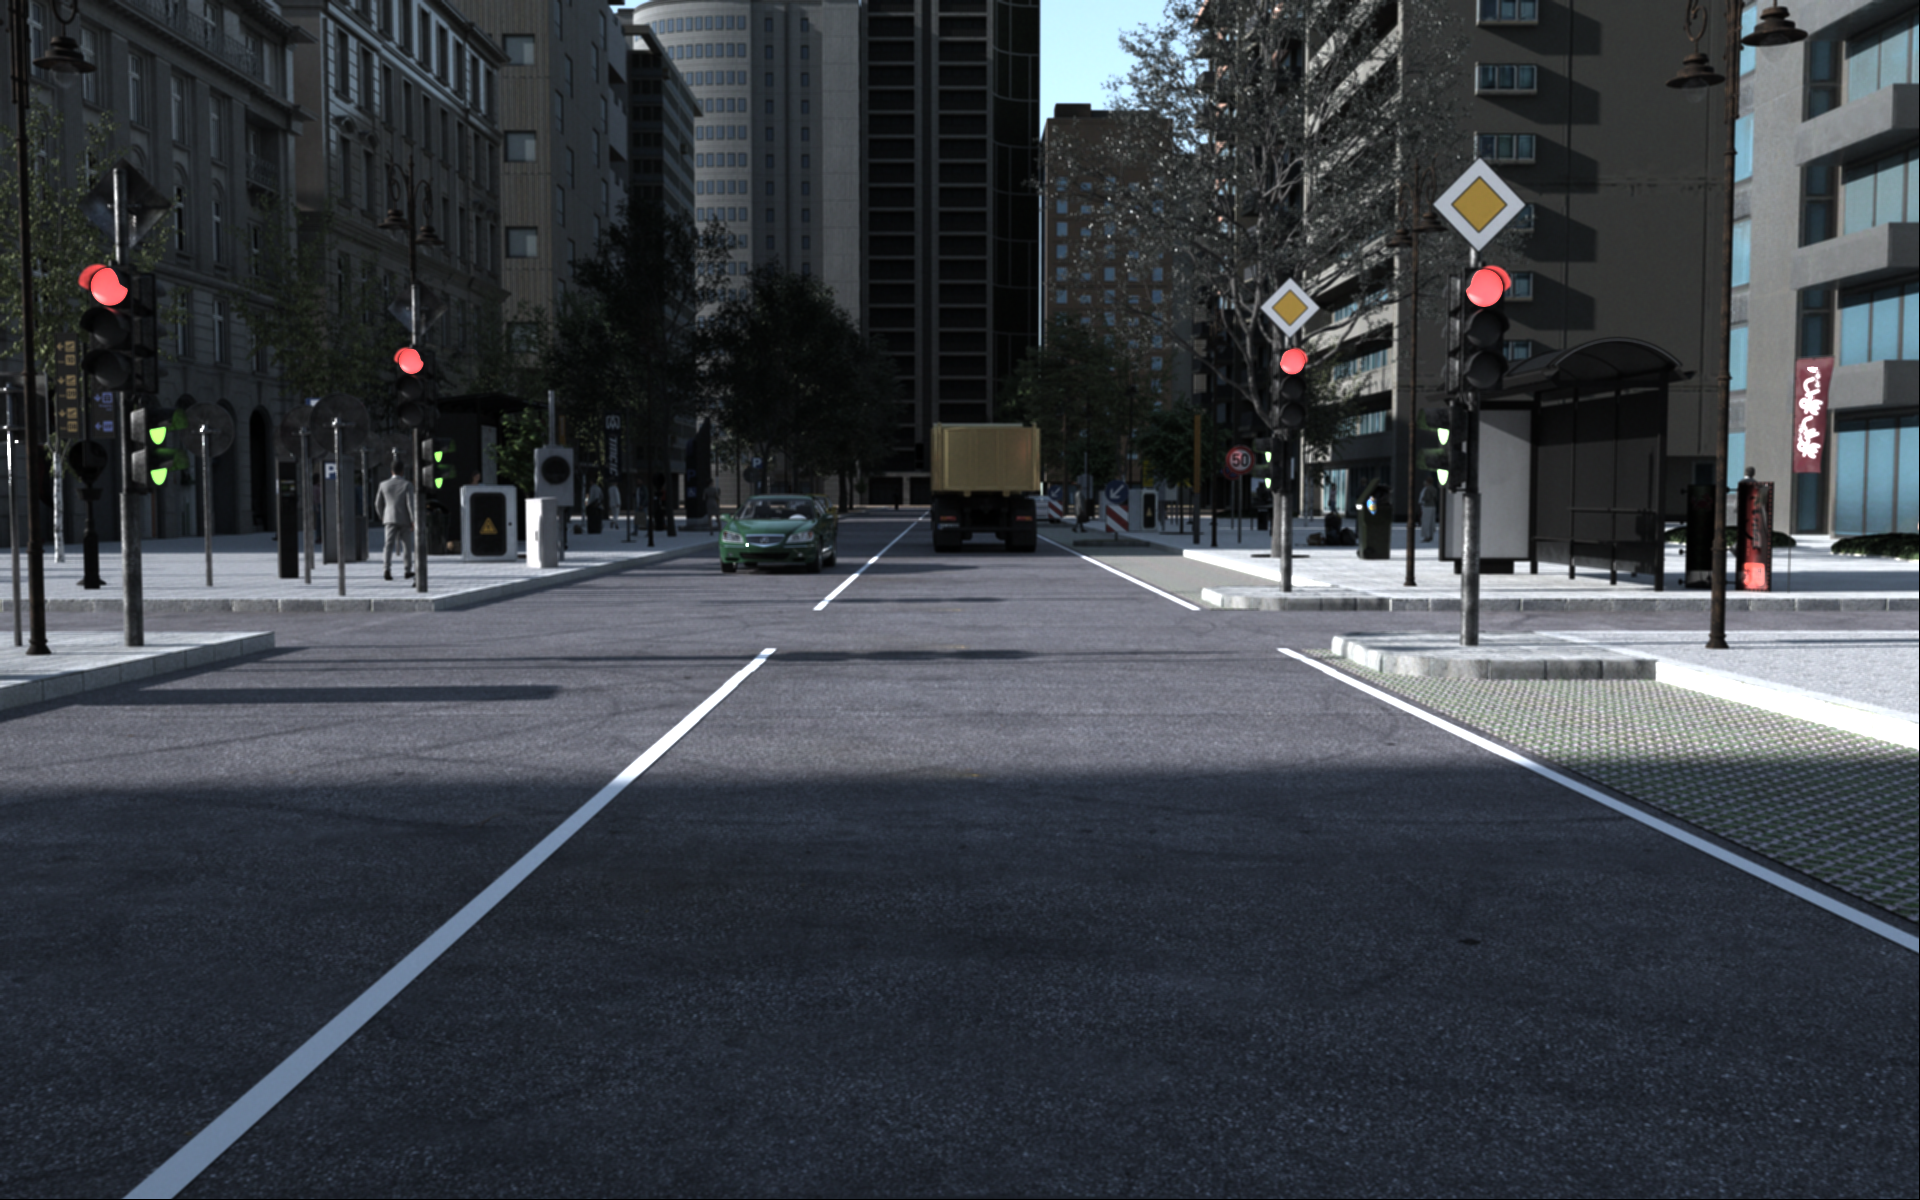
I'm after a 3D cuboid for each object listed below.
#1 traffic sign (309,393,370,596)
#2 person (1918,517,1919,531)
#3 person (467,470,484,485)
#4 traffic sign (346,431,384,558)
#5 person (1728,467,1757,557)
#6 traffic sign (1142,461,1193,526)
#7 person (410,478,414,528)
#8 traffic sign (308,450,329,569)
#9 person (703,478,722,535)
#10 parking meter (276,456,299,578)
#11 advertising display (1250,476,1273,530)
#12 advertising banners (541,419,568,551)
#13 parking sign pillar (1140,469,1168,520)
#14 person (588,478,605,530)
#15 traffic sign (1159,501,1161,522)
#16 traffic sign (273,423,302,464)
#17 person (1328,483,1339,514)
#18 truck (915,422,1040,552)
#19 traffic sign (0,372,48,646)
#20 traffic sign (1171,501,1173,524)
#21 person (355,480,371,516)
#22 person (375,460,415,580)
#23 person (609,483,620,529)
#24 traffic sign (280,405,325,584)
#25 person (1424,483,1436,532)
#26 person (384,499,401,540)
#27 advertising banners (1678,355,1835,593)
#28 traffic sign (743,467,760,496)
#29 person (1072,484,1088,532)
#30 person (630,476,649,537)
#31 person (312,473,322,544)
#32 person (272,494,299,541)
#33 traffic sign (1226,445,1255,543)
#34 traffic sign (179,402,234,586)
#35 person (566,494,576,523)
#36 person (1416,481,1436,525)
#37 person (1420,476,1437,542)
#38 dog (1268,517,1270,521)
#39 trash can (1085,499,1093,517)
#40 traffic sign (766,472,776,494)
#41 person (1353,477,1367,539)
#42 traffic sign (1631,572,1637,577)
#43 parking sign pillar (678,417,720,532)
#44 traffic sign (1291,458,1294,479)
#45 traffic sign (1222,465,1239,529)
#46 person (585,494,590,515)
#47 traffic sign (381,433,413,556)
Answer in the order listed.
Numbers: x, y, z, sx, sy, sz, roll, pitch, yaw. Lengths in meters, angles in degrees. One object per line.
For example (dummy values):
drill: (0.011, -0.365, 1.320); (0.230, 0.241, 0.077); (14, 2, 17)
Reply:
traffic sign: (-7.806, -1.327, 21.801); (0.768, 2.556, 0.104); (0, 4, 1)
person: (8.840, -0.416, 15.449); (0.503, 1.515, 0.523); (-3, 4, -36)
person: (-10.950, -2.014, 39.061); (0.616, 1.811, 0.778); (-3, 4, -36)
traffic sign: (-11.876, -2.109, 34.585); (0.768, 2.556, 0.104); (0, 4, 2)
person: (15.893, -1.761, 34.930); (0.850, 1.850, 0.679); (-1, 4, -12)
traffic sign: (8.538, -4.689, 70.530); (2.265, 3.308, 0.079); (0, 4, 6)
person: (-19.304, -3.400, 61.478); (0.661, 1.843, 0.795); (2, 4, 26)
traffic sign: (-11.074, -1.799, 29.514); (0.768, 2.556, 0.104); (1, 4, 9)
person: (-7.651, -2.892, 53.670); (0.599, 1.781, 0.374); (0, 4, -1)
parking meter: (-10.272, -1.268, 26.443); (0.255, 1.863, 0.399); (-2, 4, -28)
advertising display: (10.716, -3.427, 61.243); (0.974, 1.923, 0.123); (2, 4, 34)
advertising banners: (-9.382, -2.673, 39.886); (0.090, 3.025, 2.074); (-2, 4, -28)
parking sign pillar: (9.819, -6.070, 87.717); (1.447, 3.967, 1.447); (1, 4, 17)
person: (-12.625, -3.323, 60.215); (0.795, 1.843, 0.661); (2, 4, 26)
traffic sign: (9.184, -4.859, 79.548); (0.768, 2.556, 0.104); (0, 4, 7)
traffic sign: (-11.175, -1.772, 29.071); (0.768, 2.556, 0.104); (0, 4, 7)
person: (16.534, -4.268, 76.423); (0.643, 1.750, 0.593); (0, 4, 5)
truck: (0.524, -3.076, 46.225); (3.469, 3.379, 9.791); (0, 4, -1)
traffic sign: (-7.946, -0.760, 14.552); (0.606, 2.300, 0.079); (0, 4, 6)
traffic sign: (8.974, -4.477, 73.299); (0.768, 2.556, 0.104); (0, 4, 5)
person: (-20.499, -3.259, 59.358); (0.581, 1.822, 0.654); (-1, 4, -12)
person: (-8.457, -1.204, 26.002); (0.678, 1.792, 0.850); (0, 3, 0)
person: (-12.582, -3.487, 62.939); (0.514, 1.842, 0.818); (1, 4, 18)
traffic sign: (-9.332, -1.505, 24.705); (0.768, 2.556, 0.104); (0, 4, 6)
person: (15.735, -3.152, 58.129); (0.362, 1.759, 0.519); (-3, 4, -38)
person: (-15.798, -2.430, 48.375); (0.523, 1.515, 0.503); (1, 4, 17)
advertising banners: (10.446, -1.626, 22.781); (0.090, 3.025, 2.074); (-2, 4, -34)
traffic sign: (-9.642, -4.886, 79.991); (0.768, 2.556, 0.104); (0, 4, 2)
person: (4.475, -3.417, 64.467); (0.767, 1.812, 0.694); (-1, 4, -20)
person: (-9.470, -2.779, 51.467); (0.713, 1.824, 0.794); (-2, 4, -29)
person: (-16.546, -2.365, 44.724); (0.388, 1.821, 0.555); (-1, 4, -13)
person: (-18.431, -2.498, 47.282); (0.834, 1.777, 0.661); (2, 4, 33)
traffic sign: (7.338, -2.769, 45.387); (0.768, 2.556, 0.104); (0, 4, 7)
traffic sign: (-10.436, -1.462, 24.006); (0.768, 2.556, 0.104); (0, 4, 1)
person: (-17.427, -4.347, 77.286); (0.661, 1.801, 0.590); (1, 4, 17)
person: (19.485, -4.059, 72.289); (0.818, 1.842, 0.514); (1, 4, 21)
person: (12.510, -2.427, 46.278); (0.519, 1.759, 0.362); (-3, 5, -43)
dog: (14.588, -3.983, 82.854); (0.550, 0.427, 0.748); (1, 4, 21)
trash can: (7.201, -5.208, 96.810); (0.748, 1.137, 0.748); (0, 3, 0)
traffic sign: (-10.721, -5.947, 97.347); (0.768, 2.556, 0.104); (0, 4, 7)
person: (11.635, -2.659, 49.940); (0.576, 1.772, 0.534); (1, 4, 22)
traffic sign: (10.438, -1.629, 26.738); (0.768, 2.556, 0.104); (1, 4, 9)
parking sign pillar: (-9.023, -4.360, 59.765); (1.447, 3.967, 1.447); (1, 4, 13)
traffic sign: (9.075, -2.848, 48.688); (0.606, 2.300, 0.079); (1, 4, 9)
traffic sign: (10.007, -3.880, 63.543); (0.768, 2.556, 0.104); (0, 4, 5)
person: (-19.648, -4.952, 91.257); (0.590, 1.304, 0.306); (-2, 4, -28)
traffic sign: (-11.682, -2.191, 35.930); (0.768, 2.556, 0.104); (0, 4, 1)
